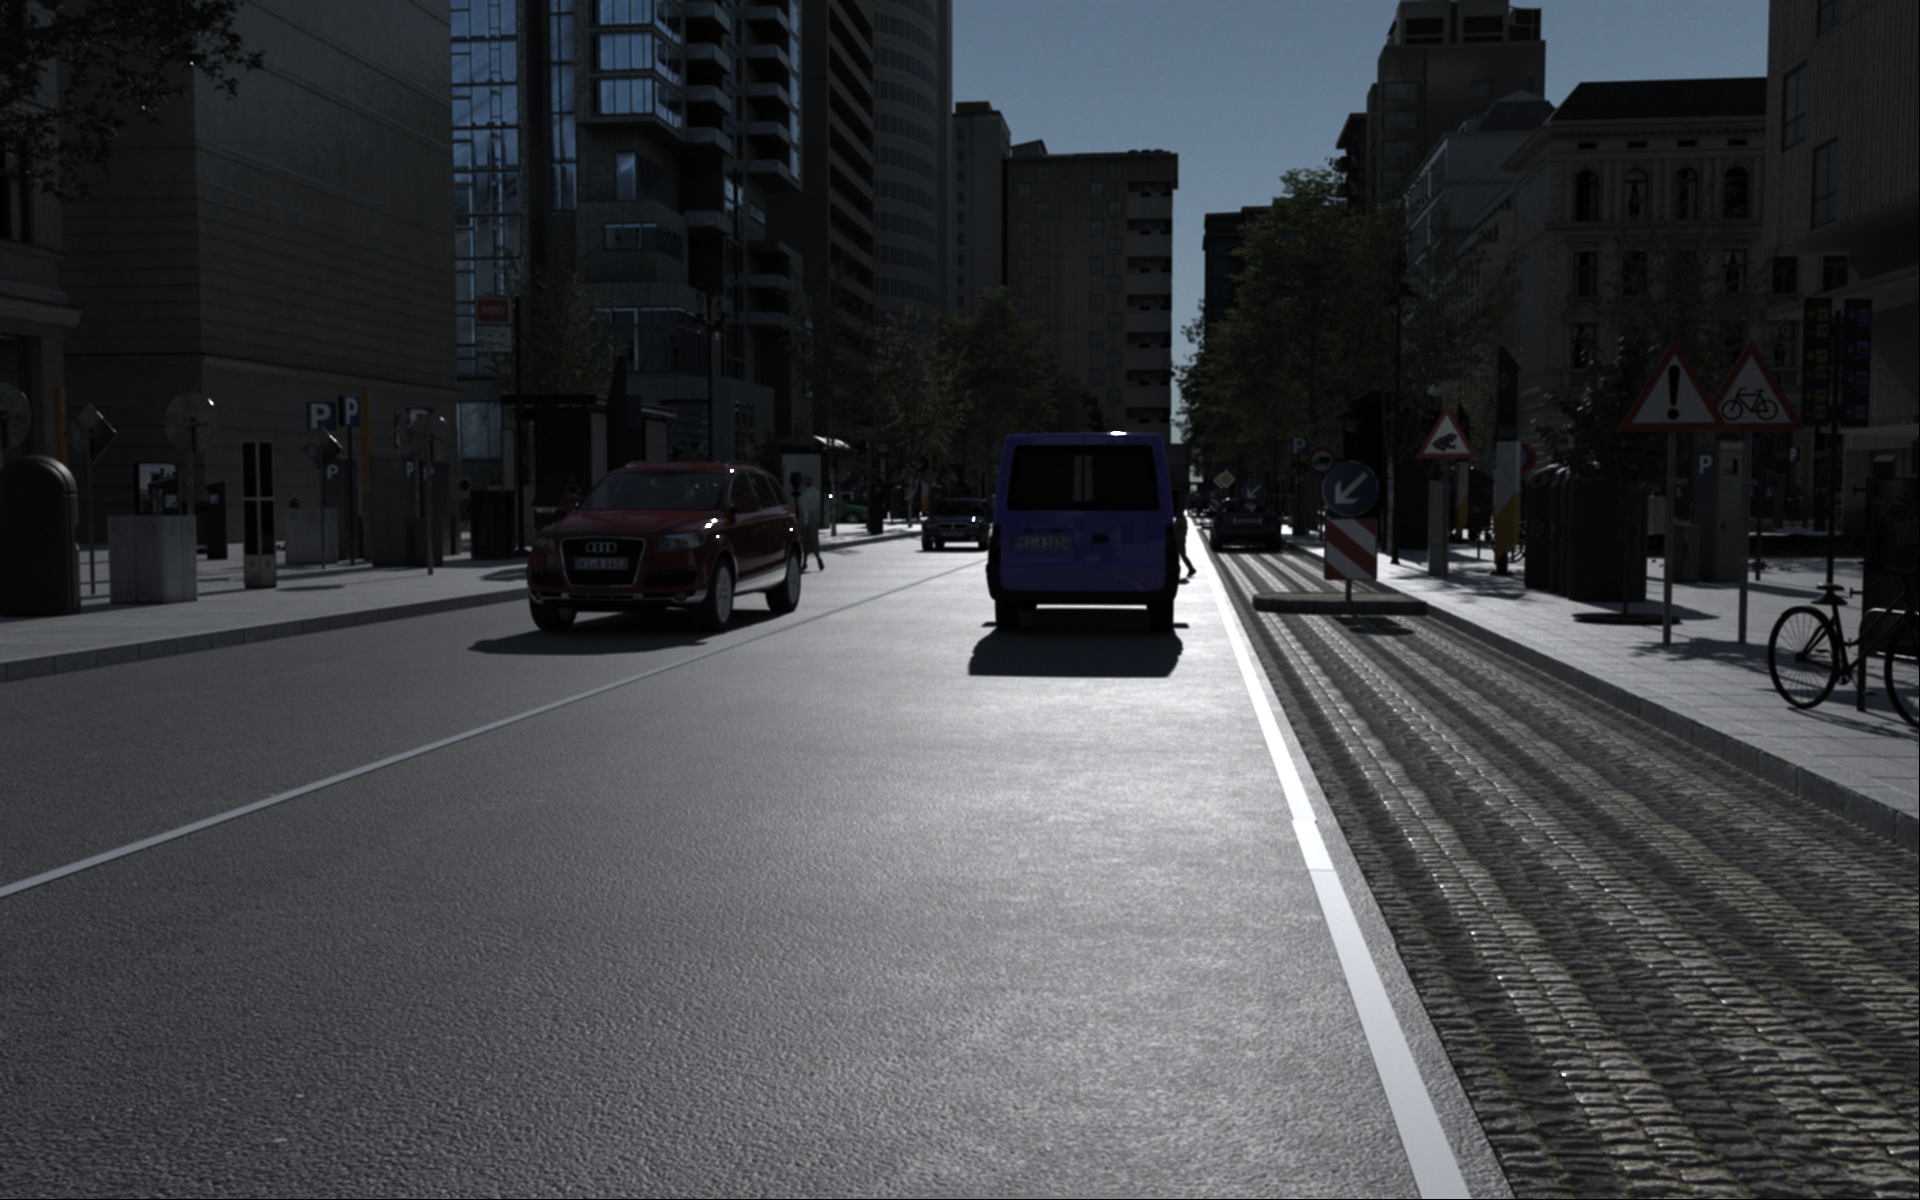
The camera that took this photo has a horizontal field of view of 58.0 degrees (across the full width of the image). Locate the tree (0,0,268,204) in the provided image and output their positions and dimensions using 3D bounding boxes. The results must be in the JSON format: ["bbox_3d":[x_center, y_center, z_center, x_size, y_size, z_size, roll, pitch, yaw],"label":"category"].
[{"bbox_3d":[-8.567,-4.744,11.982,8.767,10.594,7.601,-1,4,-16],"label":"tree"}]

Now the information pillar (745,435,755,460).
[{"bbox_3d":[-8.353,-4.742,68.892,0.504,3.616,0.183,3,5,43],"label":"information pillar"}]

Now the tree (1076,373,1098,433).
[{"bbox_3d":[7.344,-13.841,144.424,7.486,12.596,7.792,0,3,0],"label":"tree"}]

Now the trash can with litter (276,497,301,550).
[{"bbox_3d":[-15.316,-1.787,40.282,1.678,1.210,2.233,-1,4,-16],"label":"trash can with litter"}]

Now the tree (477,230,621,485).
[{"bbox_3d":[-11.813,-6.050,49.280,4.737,8.622,4.395,0,3,0],"label":"tree"}]

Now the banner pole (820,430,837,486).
[{"bbox_3d":[-5.164,-4.747,67.631,0.863,3.779,0.401,-2,4,-26],"label":"banner pole"}]

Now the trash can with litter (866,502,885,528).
[{"bbox_3d":[-3.259,-3.348,66.124,0.624,1.170,1.055,1,4,9],"label":"trash can with litter"}]

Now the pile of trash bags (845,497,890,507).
[{"bbox_3d":[-5.852,-6.005,107.939,3.447,1.369,1.912,3,5,43],"label":"pile of trash bags"}]

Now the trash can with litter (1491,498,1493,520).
[{"bbox_3d":[26.956,-4.611,86.775,0.624,1.170,1.055,1,4,21],"label":"trash can with litter"}]

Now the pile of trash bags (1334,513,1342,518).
[{"bbox_3d":[14.827,-3.228,62.529,1.912,1.369,3.447,3,4,36],"label":"pile of trash bags"}]

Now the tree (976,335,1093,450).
[{"bbox_3d":[5.487,-13.487,130.886,12.009,13.543,11.850,0,3,0],"label":"tree"}]

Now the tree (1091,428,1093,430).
[{"bbox_3d":[12.023,-13.787,175.786,4.737,8.622,4.395,0,3,0],"label":"tree"}]

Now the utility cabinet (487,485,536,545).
[{"bbox_3d":[-11.172,-2.112,43.206,1.173,1.500,0.318,-1,4,-12],"label":"utility cabinet"}]

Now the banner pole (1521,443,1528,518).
[{"bbox_3d":[27.646,-5.811,85.034,0.401,3.779,0.863,-1,4,-20],"label":"banner pole"}]

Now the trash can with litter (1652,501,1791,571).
[{"bbox_3d":[13.333,-1.152,29.897,1.678,1.210,2.233,-1,4,-14],"label":"trash can with litter"}]

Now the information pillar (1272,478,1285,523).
[{"bbox_3d":[14.327,-4.469,77.562,0.304,2.012,0.304,-3,5,-44],"label":"information pillar"}]

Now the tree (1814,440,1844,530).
[{"bbox_3d":[31.647,-4.159,62.599,1.663,3.219,1.824,0,3,0],"label":"tree"}]

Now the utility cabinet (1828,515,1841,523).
[{"bbox_3d":[39.096,-4.015,76.815,1.020,1.237,0.306,1,4,16],"label":"utility cabinet"}]

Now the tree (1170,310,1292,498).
[{"bbox_3d":[19.578,-13.123,121.211,9.857,13.997,8.962,0,3,0],"label":"tree"}]

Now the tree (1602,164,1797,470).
[{"bbox_3d":[16.603,-5.467,39.754,4.737,8.622,4.395,0,3,0],"label":"tree"}]

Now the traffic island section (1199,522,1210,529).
[{"bbox_3d":[11.877,-3.447,78.640,2.009,0.180,2.903,0,4,7],"label":"traffic island section"}]

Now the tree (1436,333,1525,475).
[{"bbox_3d":[24.116,-7.916,79.787,4.360,8.622,3.978,0,3,0],"label":"tree"}]

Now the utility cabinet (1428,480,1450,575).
[{"bbox_3d":[7.652,-1.161,27.656,0.318,1.500,1.173,1,4,14],"label":"utility cabinet"}]

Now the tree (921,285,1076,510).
[{"bbox_3d":[1.657,-10.756,93.990,7.486,12.596,7.792,0,3,0],"label":"tree"}]

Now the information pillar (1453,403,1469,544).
[{"bbox_3d":[13.043,-3.280,44.985,0.504,3.616,0.183,-3,5,-44],"label":"information pillar"}]

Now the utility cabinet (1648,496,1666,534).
[{"bbox_3d":[20.666,-2.477,51.668,0.306,1.237,1.020,3,5,40],"label":"utility cabinet"}]

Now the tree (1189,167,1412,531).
[{"bbox_3d":[12.296,-8.747,61.142,7.486,12.596,7.792,0,3,0],"label":"tree"}]

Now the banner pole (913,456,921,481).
[{"bbox_3d":[-2.855,-7.582,113.980,0.863,3.779,0.401,-2,4,-27],"label":"banner pole"}]

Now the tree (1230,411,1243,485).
[{"bbox_3d":[15.953,-8.413,87.914,4.737,8.622,4.395,0,3,0],"label":"tree"}]

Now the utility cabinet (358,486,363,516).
[{"bbox_3d":[-15.865,-2.301,46.299,1.173,1.500,0.318,-3,4,-36],"label":"utility cabinet"}]

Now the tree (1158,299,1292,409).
[{"bbox_3d":[25.752,-19.066,167.614,12.611,20.169,13.585,0,3,0],"label":"tree"}]

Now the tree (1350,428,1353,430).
[{"bbox_3d":[30.917,-10.774,126.515,4.360,8.622,3.978,0,3,0],"label":"tree"}]

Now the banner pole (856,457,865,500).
[{"bbox_3d":[-6.630,-7.647,115.047,0.863,3.779,0.401,-3,4,-37],"label":"banner pole"}]

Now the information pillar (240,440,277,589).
[{"bbox_3d":[-9.534,-1.166,23.551,0.304,2.012,0.304,1,4,23],"label":"information pillar"}]

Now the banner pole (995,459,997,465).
[{"bbox_3d":[2.432,-7.293,109.262,0.863,3.779,0.401,-2,4,-29],"label":"banner pole"}]

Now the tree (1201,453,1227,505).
[{"bbox_3d":[30.226,-15.383,201.867,4.360,8.622,3.978,0,3,0],"label":"tree"}]

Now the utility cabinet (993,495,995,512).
[{"bbox_3d":[2.406,-5.464,100.499,1.020,1.237,0.306,0,4,-1],"label":"utility cabinet"}]

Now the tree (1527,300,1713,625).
[{"bbox_3d":[6.744,-1.401,17.509,1.663,3.219,1.824,0,3,0],"label":"tree"}]

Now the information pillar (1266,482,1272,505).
[{"bbox_3d":[18.800,-6.155,105.129,0.304,2.012,0.304,-2,4,-34],"label":"information pillar"}]

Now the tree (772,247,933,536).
[{"bbox_3d":[-3.632,-6.220,52.063,4.737,8.622,4.395,0,3,0],"label":"tree"}]

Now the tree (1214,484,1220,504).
[{"bbox_3d":[33.492,-14.230,227.263,1.663,3.219,1.824,0,3,0],"label":"tree"}]

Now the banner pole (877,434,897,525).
[{"bbox_3d":[-3.036,-4.990,71.598,0.863,3.779,0.401,0,4,-8],"label":"banner pole"}]

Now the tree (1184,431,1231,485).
[{"bbox_3d":[31.981,-17.443,219.599,8.767,10.594,7.601,3,4,36],"label":"tree"}]

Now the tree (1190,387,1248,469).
[{"bbox_3d":[22.785,-13.157,140.868,9.928,11.665,9.643,0,3,0],"label":"tree"}]

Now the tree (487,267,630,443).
[{"bbox_3d":[-12.793,-6.425,55.408,4.360,8.622,3.978,0,3,0],"label":"tree"}]

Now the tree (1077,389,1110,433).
[{"bbox_3d":[12.627,-16.393,185.031,9.611,12.733,9.660,0,3,0],"label":"tree"}]

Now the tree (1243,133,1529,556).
[{"bbox_3d":[9.107,-5.215,35.626,4.737,8.622,4.395,0,3,0],"label":"tree"}]

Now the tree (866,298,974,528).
[{"bbox_3d":[-1.691,-7.087,66.242,4.360,8.622,3.978,0,3,0],"label":"tree"}]

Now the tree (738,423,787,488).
[{"bbox_3d":[-5.172,-3.222,47.278,1.663,3.219,1.824,0,3,0],"label":"tree"}]

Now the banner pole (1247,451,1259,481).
[{"bbox_3d":[16.951,-6.766,100.648,0.863,3.779,0.401,0,4,5],"label":"banner pole"}]

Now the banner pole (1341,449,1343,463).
[{"bbox_3d":[18.910,-5.811,85.028,0.401,3.779,0.863,3,5,45],"label":"banner pole"}]
